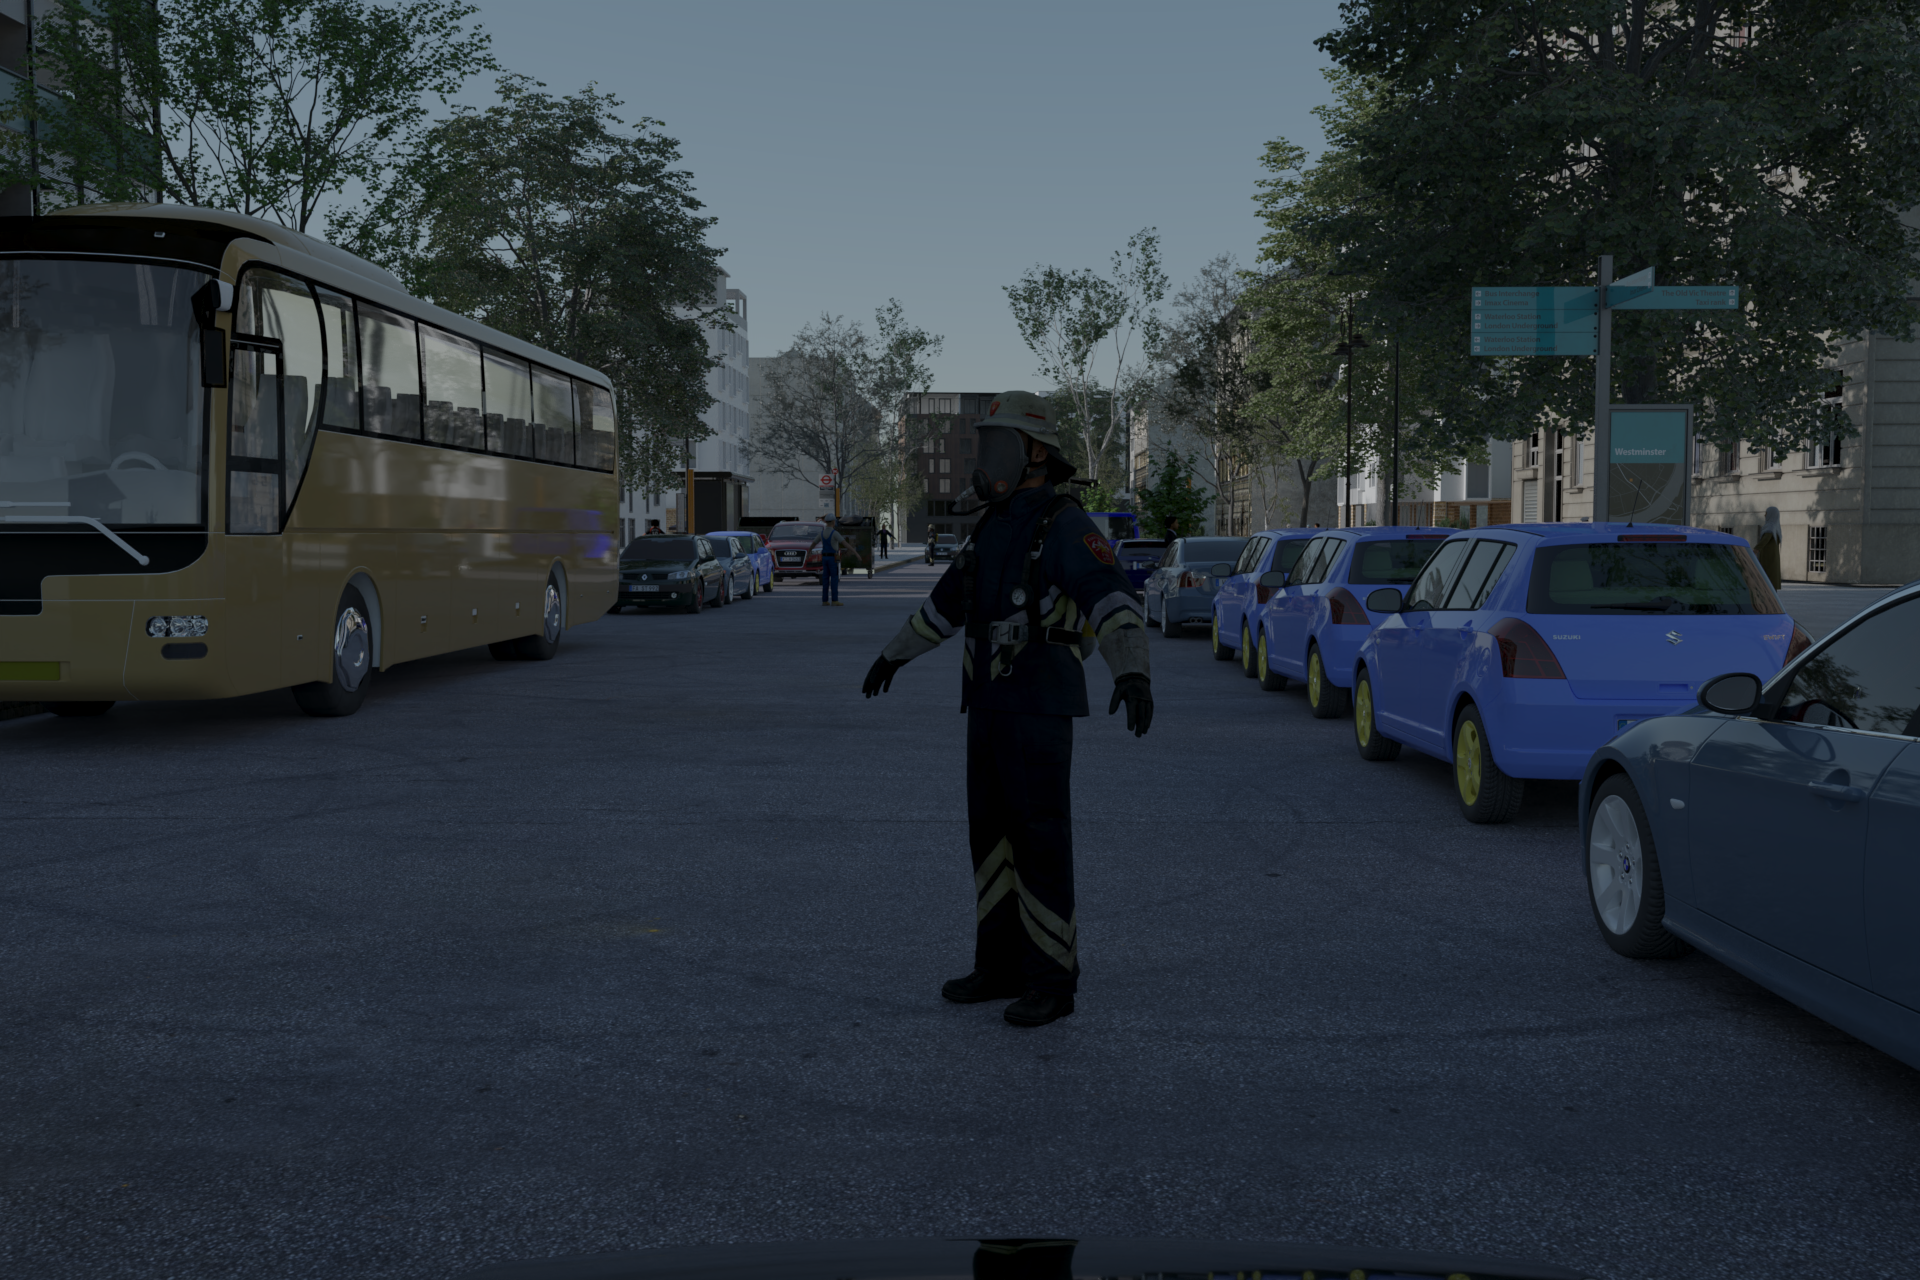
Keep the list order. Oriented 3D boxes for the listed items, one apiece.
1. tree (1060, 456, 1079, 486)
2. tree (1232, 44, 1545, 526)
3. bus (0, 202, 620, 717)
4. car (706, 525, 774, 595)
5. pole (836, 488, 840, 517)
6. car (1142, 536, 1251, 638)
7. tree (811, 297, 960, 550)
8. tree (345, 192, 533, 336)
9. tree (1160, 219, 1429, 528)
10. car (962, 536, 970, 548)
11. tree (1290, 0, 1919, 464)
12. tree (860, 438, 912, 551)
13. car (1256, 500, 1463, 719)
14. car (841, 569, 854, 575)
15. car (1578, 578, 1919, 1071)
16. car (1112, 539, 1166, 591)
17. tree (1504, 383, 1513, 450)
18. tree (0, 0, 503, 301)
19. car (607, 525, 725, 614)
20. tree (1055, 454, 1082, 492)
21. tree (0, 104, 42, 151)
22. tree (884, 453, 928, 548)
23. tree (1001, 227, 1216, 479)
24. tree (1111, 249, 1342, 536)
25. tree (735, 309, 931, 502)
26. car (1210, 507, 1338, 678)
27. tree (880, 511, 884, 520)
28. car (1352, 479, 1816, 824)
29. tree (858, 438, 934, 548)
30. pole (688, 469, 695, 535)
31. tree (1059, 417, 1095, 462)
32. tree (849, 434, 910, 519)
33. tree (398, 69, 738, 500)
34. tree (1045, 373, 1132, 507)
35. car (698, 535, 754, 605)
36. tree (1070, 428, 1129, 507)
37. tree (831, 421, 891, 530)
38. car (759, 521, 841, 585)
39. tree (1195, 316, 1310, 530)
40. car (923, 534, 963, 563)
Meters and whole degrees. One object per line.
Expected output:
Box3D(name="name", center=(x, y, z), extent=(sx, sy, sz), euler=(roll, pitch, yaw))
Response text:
Box3D(name="tree", center=(10.116, -12.380, 152.770), extent=(4.737, 8.622, 4.395), euler=(0, 3, 0))
Box3D(name="tree", center=(10.076, -7.492, 40.625), extent=(7.486, 12.596, 7.792), euler=(0, 3, 0))
Box3D(name="bus", center=(-5.891, -1.547, 16.835), extent=(2.896, 3.916, 12.252), euler=(0, 4, 1))
Box3D(name="car", center=(-5.515, -1.955, 41.559), extent=(1.945, 1.707, 3.694), euler=(0, 4, 2))
Box3D(name="pole", center=(-5.423, -5.085, 76.988), extent=(0.158, 3.312, 0.155), euler=(0, 3, 0))
Box3D(name="car", center=(3.696, -0.806, 25.183), extent=(2.014, 1.417, 4.499), euler=(0, 4, 1))
Box3D(name="tree", center=(-6.365, -17.468, 141.485), extent=(12.611, 20.169, 13.585), euler=(0, 3, 0))
Box3D(name="tree", center=(-11.294, -5.305, 37.096), extent=(4.737, 8.622, 4.395), euler=(0, 3, 0))
Box3D(name="tree", center=(10.062, -7.118, 50.798), extent=(8.767, 10.594, 7.601), euler=(0, 4, 7))
Box3D(name="car", center=(1.062, -4.988, 93.911), extent=(2.083, 1.381, 4.827), euler=(0, 4, 1))
Box3D(name="tree", center=(9.062, -7.106, 22.832), extent=(9.857, 13.997, 8.962), euler=(0, 3, 0))
Box3D(name="tree", center=(-5.893, -10.961, 129.568), extent=(4.737, 8.622, 4.395), euler=(0, 3, 0))
Box3D(name="car", center=(3.585, -0.315, 14.739), extent=(1.945, 1.707, 3.694), euler=(0, 3, 0))
Box3D(name="car", center=(-4.748, -3.151, 61.747), extent=(2.015, 1.641, 3.980), euler=(0, 4, 1))
Box3D(name="car", center=(3.084, 0.466, 4.389), extent=(2.014, 1.417, 4.499), euler=(0, 3, 0))
Box3D(name="car", center=(4.005, -1.561, 38.101), extent=(1.945, 1.354, 3.894), euler=(0, 4, 1))
Box3D(name="tree", center=(29.343, -10.260, 78.119), extent=(12.009, 13.543, 11.850), euler=(0, 3, 0))
Box3D(name="tree", center=(-11.870, -6.307, 28.873), extent=(9.928, 11.665, 9.643), euler=(0, 3, 0))
Box3D(name="car", center=(-5.502, -1.384, 32.412), extent=(2.009, 1.686, 4.222), euler=(0, 4, 1))
Box3D(name="tree", center=(9.443, -12.031, 147.066), extent=(4.360, 8.622, 3.978), euler=(0, 3, 0))
Box3D(name="tree", center=(-12.276, -4.171, 18.562), extent=(4.737, 8.622, 4.395), euler=(0, 3, 0))
Box3D(name="tree", center=(-5.550, -12.500, 154.736), extent=(4.360, 8.622, 3.978), euler=(0, 3, 0))
Box3D(name="tree", center=(9.272, -15.348, 106.822), extent=(12.611, 20.169, 13.585), euler=(0, 3, 0))
Box3D(name="tree", center=(11.798, -10.111, 75.677), extent=(12.009, 13.543, 11.850), euler=(0, 3, 0))
Box3D(name="tree", center=(-6.752, -11.258, 94.434), extent=(12.009, 13.543, 11.850), euler=(0, 3, 0))
Box3D(name="car", center=(3.700, -0.547, 18.536), extent=(1.945, 1.707, 3.694), euler=(0, 4, 1))
Box3D(name="tree", center=(-14.458, -19.921, 260.112), extent=(7.601, 10.594, 8.767), euler=(0, 4, 7))
Box3D(name="car", center=(3.366, -0.016, 9.858), extent=(1.945, 1.707, 3.694), euler=(0, 4, 1))
Box3D(name="tree", center=(-6.060, -13.976, 162.926), extent=(7.601, 10.594, 8.767), euler=(-1, 4, -16))
Box3D(name="pole", center=(-8.430, -3.702, 54.375), extent=(0.158, 3.312, 0.155), euler=(0, 3, 0))
Box3D(name="tree", center=(10.684, -15.312, 168.474), extent=(7.486, 12.596, 7.792), euler=(0, 3, 0))
Box3D(name="tree", center=(-6.236, -10.374, 119.984), extent=(4.360, 8.622, 3.978), euler=(0, 3, 0))
Box3D(name="tree", center=(-10.764, -8.609, 47.411), extent=(9.857, 13.997, 8.962), euler=(0, 3, 0))
Box3D(name="tree", center=(9.168, -14.104, 137.262), extent=(9.857, 13.997, 8.962), euler=(0, 3, 0))
Box3D(name="car", center=(-5.467, -1.516, 36.781), extent=(2.014, 1.417, 4.499), euler=(0, 4, 2))
Box3D(name="tree", center=(8.958, -10.220, 117.467), extent=(4.360, 8.622, 3.978), euler=(0, 3, 0))
Box3D(name="tree", center=(-6.374, -9.947, 112.996), extent=(4.360, 8.622, 3.978), euler=(0, 3, 0))
Box3D(name="car", center=(-4.617, -2.542, 50.243), extent=(2.281, 1.827, 5.304), euler=(0, 4, 1))
Box3D(name="tree", center=(10.507, -6.585, 58.033), extent=(4.360, 8.622, 3.978), euler=(0, 3, 0))
Box3D(name="car", center=(-0.836, -4.664, 86.049), extent=(2.009, 1.686, 4.222), euler=(0, 4, 1))
